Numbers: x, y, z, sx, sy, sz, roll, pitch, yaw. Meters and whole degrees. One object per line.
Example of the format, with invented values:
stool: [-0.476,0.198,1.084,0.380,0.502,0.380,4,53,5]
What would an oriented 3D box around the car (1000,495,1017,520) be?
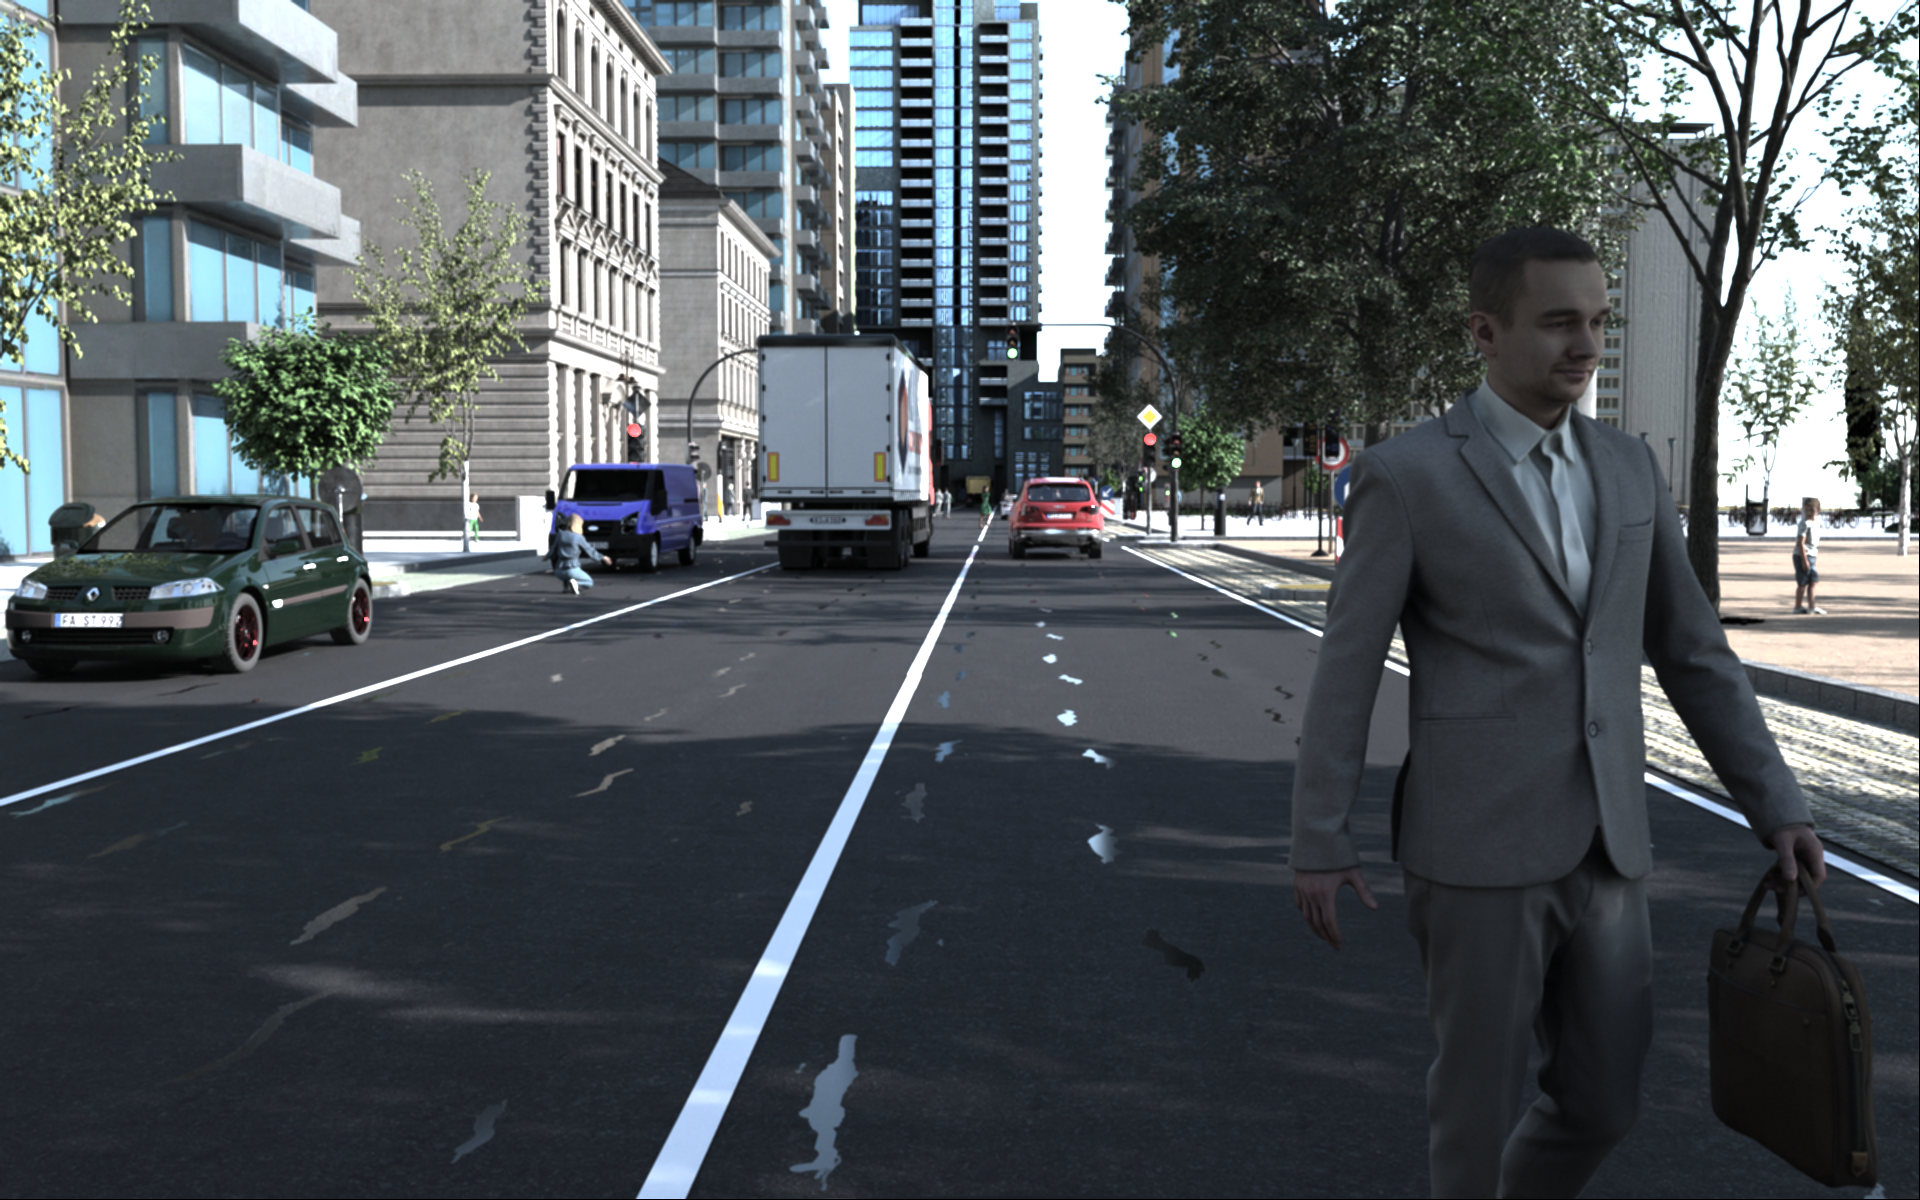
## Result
car: [3.256,-5.179,97.039,2.083,1.381,4.827,0,4,3]

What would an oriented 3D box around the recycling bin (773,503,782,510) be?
recycling bin: [-9.416,-4.593,87.647,0.722,1.027,0.722,0,4,0]

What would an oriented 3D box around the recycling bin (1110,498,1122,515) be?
recycling bin: [9.474,-5.647,104.886,0.722,1.027,0.722,0,4,7]

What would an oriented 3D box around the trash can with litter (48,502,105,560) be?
trash can with litter: [-11.671,-0.693,22.720,0.624,1.170,1.055,0,4,-7]

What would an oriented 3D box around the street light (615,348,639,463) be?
street light: [-10.505,-5.016,54.796,0.468,5.910,1.993,0,4,1]

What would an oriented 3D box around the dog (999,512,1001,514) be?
dog: [3.021,-6.201,121.576,0.550,0.427,0.748,0,4,-1]

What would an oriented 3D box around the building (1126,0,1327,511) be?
building: [20.954,-29.927,139.420,14.600,45.320,14.200,0,4,1]

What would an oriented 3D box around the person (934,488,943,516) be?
person: [-1.422,-6.479,114.638,0.606,1.804,0.583,1,4,9]

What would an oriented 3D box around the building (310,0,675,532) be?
building: [-18.425,-14.599,67.567,11.050,23.489,19.941,0,4,1]

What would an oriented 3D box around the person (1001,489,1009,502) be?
person: [3.339,-7.162,125.997,0.661,1.777,0.834,1,4,12]

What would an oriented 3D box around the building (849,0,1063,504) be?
building: [-2.310,-55.879,226.285,31.000,86.520,22.319,0,4,1]

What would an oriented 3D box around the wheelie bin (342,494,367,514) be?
wheelie bin: [-19.193,-2.855,54.593,0.980,1.594,0.693,0,4,-5]

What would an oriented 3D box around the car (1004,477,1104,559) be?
car: [2.168,-1.918,40.030,2.281,1.827,5.304,0,4,0]

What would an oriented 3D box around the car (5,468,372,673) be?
car: [-6.547,-0.324,15.092,2.009,1.686,4.222,0,4,1]

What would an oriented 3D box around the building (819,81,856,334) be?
building: [-17.652,-29.596,167.485,14.154,41.232,14.086,0,4,1]

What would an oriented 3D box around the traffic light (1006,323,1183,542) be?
traffic light: [3.609,-4.369,46.096,4.771,5.953,1.251,0,4,1]

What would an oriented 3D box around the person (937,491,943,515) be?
person: [-1.417,-6.743,118.923,0.537,1.800,0.526,0,3,0]

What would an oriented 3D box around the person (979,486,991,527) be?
person: [1.077,-4.018,74.449,0.529,1.795,0.600,1,4,12]

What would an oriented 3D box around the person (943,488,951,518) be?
person: [-0.772,-5.761,102.873,0.511,1.800,0.466,1,4,10]

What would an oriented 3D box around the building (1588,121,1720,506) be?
building: [74.530,-31.151,192.907,14.086,41.232,14.154,0,4,1]

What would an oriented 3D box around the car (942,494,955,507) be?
car: [-1.534,-11.616,198.710,1.959,1.807,4.718,0,4,2]

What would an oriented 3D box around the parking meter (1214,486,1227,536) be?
parking meter: [8.015,-2.748,53.337,0.372,1.533,0.369,0,3,0]

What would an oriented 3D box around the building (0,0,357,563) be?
building: [-29.383,-25.337,33.869,30.456,49.044,23.786,0,4,1]

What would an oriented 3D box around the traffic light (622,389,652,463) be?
traffic light: [-8.655,-3.523,46.519,0.839,4.253,0.868,0,4,1]

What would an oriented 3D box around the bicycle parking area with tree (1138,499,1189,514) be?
bicycle parking area with tree: [15.771,-7.699,112.883,8.231,4.147,9.016,-2,4,-35]

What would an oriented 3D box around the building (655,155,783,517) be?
building: [-17.841,-15.128,98.250,10.553,20.767,40.483,0,4,1]

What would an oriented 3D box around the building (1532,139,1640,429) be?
building: [55.282,-30.136,184.598,23.993,40.220,32.217,0,4,1]

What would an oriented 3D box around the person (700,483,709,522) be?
person: [-11.837,-4.482,79.502,0.590,1.801,0.661,-1,4,-13]

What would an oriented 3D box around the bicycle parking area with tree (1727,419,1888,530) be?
bicycle parking area with tree: [32.880,-4.859,66.450,9.016,4.147,8.231,-2,4,-26]

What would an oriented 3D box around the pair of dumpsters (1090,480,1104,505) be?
pair of dumpsters: [9.677,-7.315,122.094,1.574,2.255,4.437,0,4,2]

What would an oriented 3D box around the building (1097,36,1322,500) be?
building: [26.934,-34.611,185.503,23.786,49.044,30.456,0,4,1]

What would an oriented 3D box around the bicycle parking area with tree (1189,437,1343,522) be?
bicycle parking area with tree: [17.883,-6.316,90.268,9.016,4.147,8.231,2,4,31]

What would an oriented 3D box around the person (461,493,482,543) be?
person: [-12.730,-2.130,45.110,0.590,1.304,0.306,1,4,19]

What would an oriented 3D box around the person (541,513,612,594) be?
person: [-5.681,-0.683,25.162,1.012,1.151,0.738,1,4,15]

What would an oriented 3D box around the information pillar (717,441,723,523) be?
information pillar: [-10.563,-5.184,76.106,0.183,3.616,0.504,0,4,5]

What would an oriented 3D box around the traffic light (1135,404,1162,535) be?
traffic light: [5.897,-3.991,54.169,0.839,4.253,0.868,0,4,1]

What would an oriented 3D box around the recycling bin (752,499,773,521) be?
recycling bin: [-9.749,-4.395,84.420,0.722,1.027,0.722,1,4,23]

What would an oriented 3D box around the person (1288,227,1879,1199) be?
person: [0.861,0.371,2.557,0.709,1.813,0.853,-1,4,-18]

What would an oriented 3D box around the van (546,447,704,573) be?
van: [-6.396,-1.771,33.343,2.240,2.365,5.245,0,4,3]

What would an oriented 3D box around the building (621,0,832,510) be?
building: [-22.627,-32.107,144.562,23.786,49.044,30.456,0,4,1]

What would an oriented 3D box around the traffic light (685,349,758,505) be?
traffic light: [-6.367,-4.882,54.486,4.771,5.953,1.251,0,4,1]

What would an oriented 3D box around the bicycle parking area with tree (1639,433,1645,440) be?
bicycle parking area with tree: [34.274,-5.687,79.977,8.231,4.147,9.016,3,5,39]

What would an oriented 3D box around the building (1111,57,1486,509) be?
building: [30.415,-28.534,158.412,32.217,40.220,23.993,0,4,1]

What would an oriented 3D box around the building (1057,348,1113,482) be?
building: [27.677,-23.511,229.441,28.899,21.520,27.650,0,4,1]

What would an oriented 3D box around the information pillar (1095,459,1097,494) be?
information pillar: [9.185,-7.672,116.794,0.183,3.616,0.504,0,4,2]
